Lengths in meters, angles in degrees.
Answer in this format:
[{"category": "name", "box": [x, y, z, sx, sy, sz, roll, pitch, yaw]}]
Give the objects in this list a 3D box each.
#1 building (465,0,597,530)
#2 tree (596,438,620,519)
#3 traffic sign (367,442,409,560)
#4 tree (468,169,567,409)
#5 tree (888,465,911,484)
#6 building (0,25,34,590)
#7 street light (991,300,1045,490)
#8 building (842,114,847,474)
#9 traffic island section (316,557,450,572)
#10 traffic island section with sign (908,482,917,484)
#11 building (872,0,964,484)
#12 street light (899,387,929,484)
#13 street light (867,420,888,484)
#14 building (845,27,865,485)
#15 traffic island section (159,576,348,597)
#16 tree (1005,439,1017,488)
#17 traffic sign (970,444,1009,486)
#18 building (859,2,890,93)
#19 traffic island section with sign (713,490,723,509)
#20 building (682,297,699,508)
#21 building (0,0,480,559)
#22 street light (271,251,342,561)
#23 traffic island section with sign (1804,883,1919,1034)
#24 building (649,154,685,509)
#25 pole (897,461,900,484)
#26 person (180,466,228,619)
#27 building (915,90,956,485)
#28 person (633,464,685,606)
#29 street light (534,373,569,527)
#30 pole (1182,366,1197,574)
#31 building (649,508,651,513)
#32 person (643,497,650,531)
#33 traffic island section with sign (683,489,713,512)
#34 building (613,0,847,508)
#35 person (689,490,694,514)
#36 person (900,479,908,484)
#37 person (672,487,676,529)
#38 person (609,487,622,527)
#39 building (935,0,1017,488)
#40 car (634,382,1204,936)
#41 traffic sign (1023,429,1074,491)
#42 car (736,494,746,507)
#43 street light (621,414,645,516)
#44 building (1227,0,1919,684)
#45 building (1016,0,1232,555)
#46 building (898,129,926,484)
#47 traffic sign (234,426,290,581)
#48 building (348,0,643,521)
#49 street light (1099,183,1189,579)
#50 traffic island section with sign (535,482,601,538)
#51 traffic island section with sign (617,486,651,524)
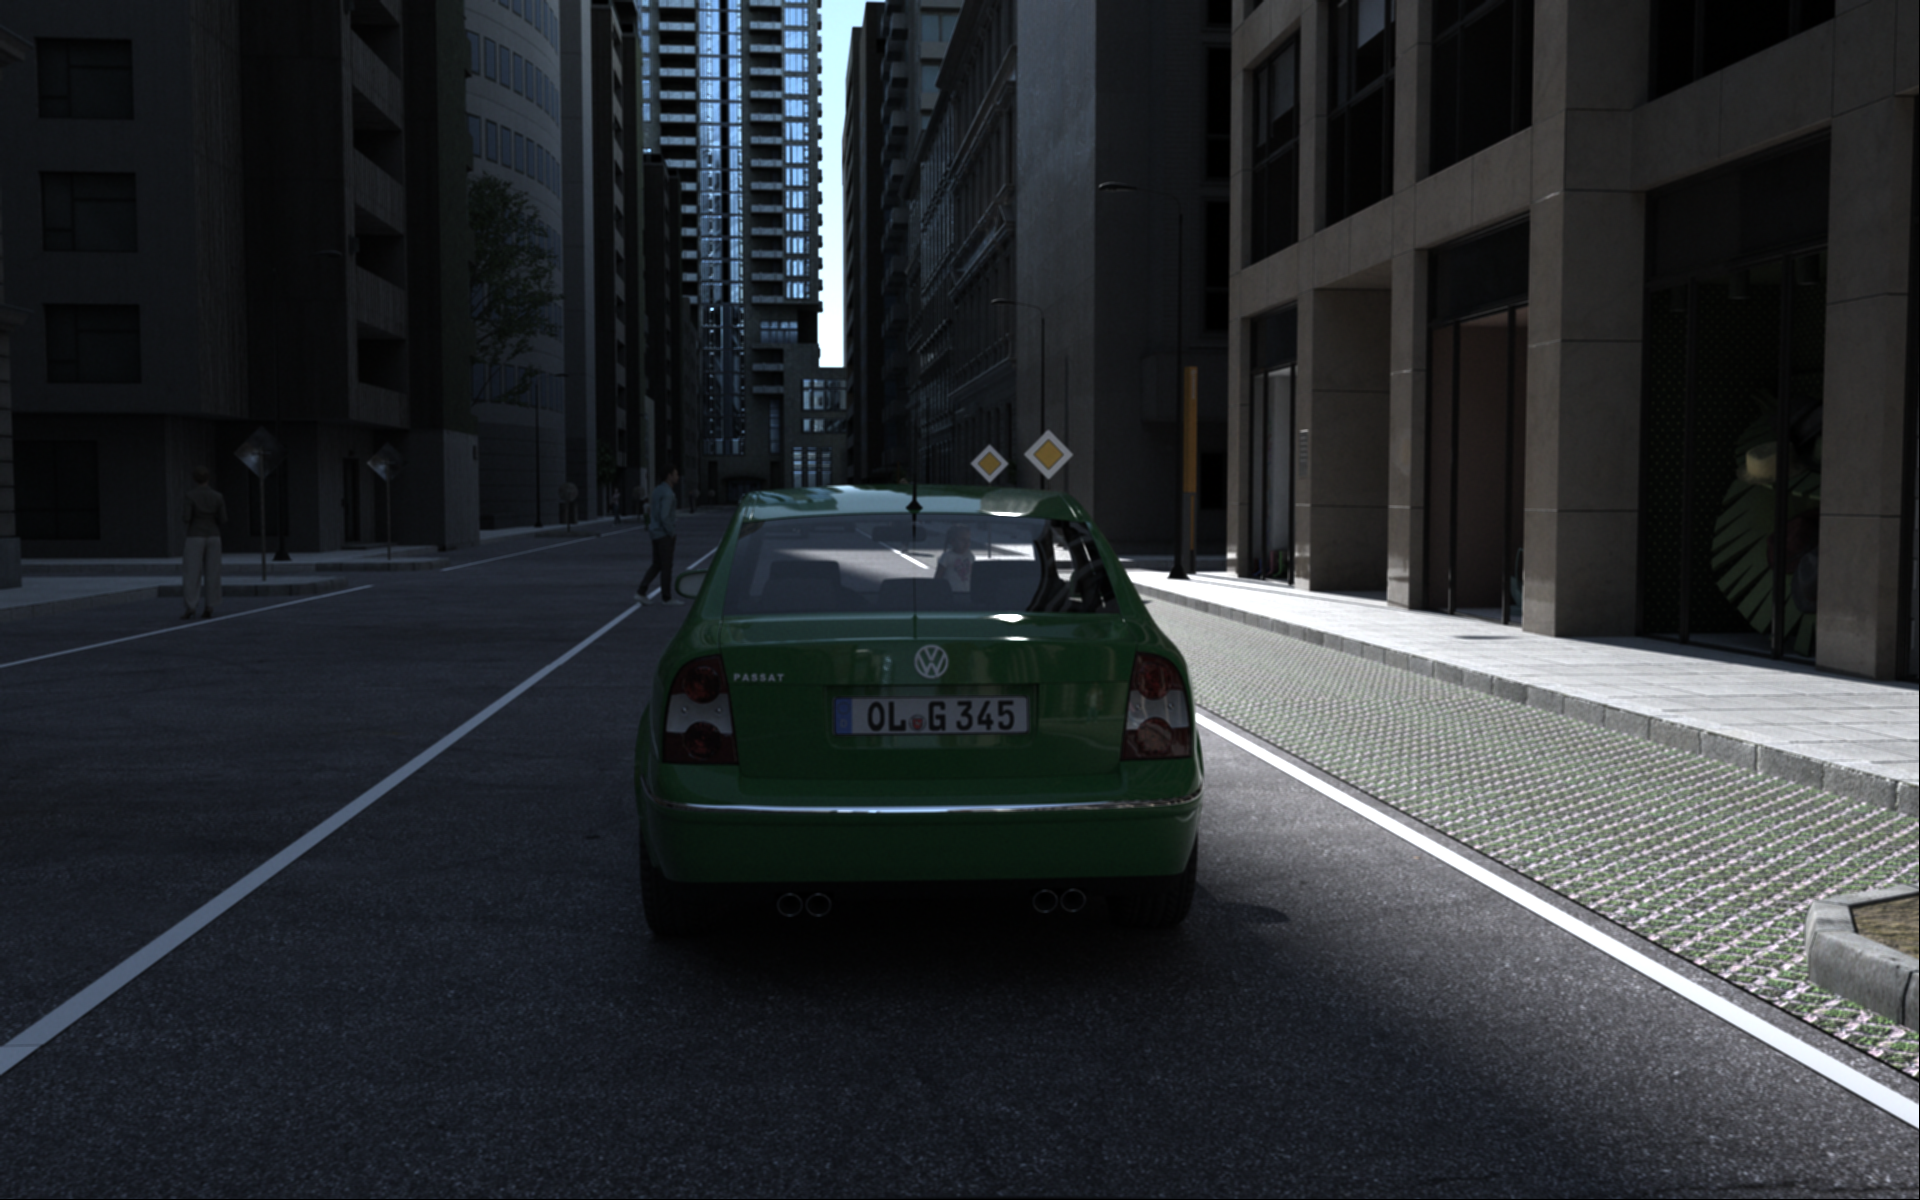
[{"category": "building", "box": [-27.276, -32.299, 70.082, 21.231, 58.520, 28.212, 0, 4, -6]}, {"category": "tree", "box": [-19.528, -6.569, 91.117, 4.285, 4.588, 4.351, 0, 3, 0]}, {"category": "traffic sign", "box": [-11.055, -1.826, 33.497, 0.795, 2.450, 0.064, 0, 4, -6]}, {"category": "tree", "box": [-15.554, -7.743, 52.355, 9.928, 11.665, 9.643, 0, 3, 0]}, {"category": "tree", "box": [-4.173, -7.428, 116.047, 1.663, 3.219, 1.824, 0, 3, 0]}, {"category": "building", "box": [-29.277, -12.065, 16.353, 34.723, 24.649, 14.460, 0, 4, -6]}, {"category": "street light", "box": [1.448, -4.221, 41.561, 1.470, 5.913, 1.316, 0, 4, -6]}, {"category": "building", "box": [-6.304, -33.674, 200.684, 14.200, 45.320, 14.600, 0, 4, -6]}, {"category": "traffic island section", "box": [-11.077, -0.690, 33.557, 2.009, 0.180, 2.903, 0, 4, -6]}, {"category": "traffic island section with sign", "box": [-1.767, -3.091, 59.162, 1.989, 1.847, 2.006, 0, 4, -6]}, {"category": "building", "box": [5.381, -31.516, 134.898, 23.786, 49.044, 30.456, 0, 4, -6]}, {"category": "street light", "box": [-1.935, -6.288, 75.356, 1.470, 5.913, 1.316, 0, 4, -6]}, {"category": "street light", "box": [-5.140, -8.349, 109.047, 1.470, 5.913, 1.316, 0, 4, -6]}, {"category": "building", "box": [-0.508, -33.717, 174.979, 21.300, 48.544, 21.600, 0, 4, -6]}, {"category": "traffic island section", "box": [-10.309, -0.204, 25.609, 2.009, 0.180, 2.903, 0, 4, -6]}, {"category": "tree", "box": [1.903, -3.401, 50.212, 1.663, 3.219, 1.824, 0, 3, 0]}, {"category": "traffic sign", "box": [0.588, -1.893, 34.598, 0.795, 2.450, 0.064, 0, 4, -6]}, {"category": "building", "box": [-1.858, -31.002, 156.998, 14.600, 45.320, 14.200, 0, 4, -6]}, {"category": "traffic island section with sign", "box": [-23.194, -9.396, 162.256, 1.989, 1.847, 2.006, 0, 4, -6]}, {"category": "building", "box": [-40.997, -19.848, 169.556, 28.899, 21.520, 27.650, 0, 4, -6]}, {"category": "building", "box": [-19.584, -16.373, 39.394, 14.160, 30.474, 14.107, 0, 4, -6]}, {"category": "street light", "box": [-12.502, -3.709, 33.175, 1.470, 5.913, 1.316, 0, 4, -6]}, {"category": "traffic island section with sign", "box": [3.510, 0.241, 4.682, 1.989, 1.847, 2.006, 0, 4, -6]}, {"category": "building", "box": [-30.894, -22.909, 146.262, 14.160, 30.474, 14.107, 0, 4, -6]}, {"category": "pole", "box": [-3.813, -6.948, 107.437, 0.158, 3.312, 0.155, 0, 3, 0]}, {"category": "person", "box": [-8.741, -0.668, 19.977, 0.519, 1.759, 0.362, -3, 5, -42]}, {"category": "building", "box": [3.418, -14.202, 81.361, 9.793, 20.994, 18.267, 0, 4, -6]}, {"category": "person", "box": [-3.876, -0.840, 22.256, 0.620, 1.820, 0.660, -2, 4, -31]}, {"category": "street light", "box": [-15.733, -5.762, 66.745, 1.470, 5.913, 1.316, 0, 4, -6]}, {"category": "pole", "box": [3.690, -2.076, 27.791, 0.158, 3.312, 0.155, 0, 3, 0]}, {"category": "building", "box": [-32.716, -49.464, 121.402, 22.319, 86.520, 31.000, 0, 4, -6]}, {"category": "person", "box": [-12.077, -3.301, 66.723, 0.306, 1.304, 0.590, 0, 4, 7]}, {"category": "traffic island section with sign", "box": [-20.602, -7.755, 135.425, 1.989, 1.847, 2.006, 0, 4, -6]}, {"category": "building", "box": [-29.096, -54.291, 200.324, 31.000, 86.520, 22.319, 0, 4, -6]}, {"category": "person", "box": [-19.681, -7.181, 126.828, 0.530, 1.710, 0.541, 1, 4, 15]}, {"category": "person", "box": [-1.433, -2.061, 42.383, 0.709, 1.800, 0.728, -1, 4, -9]}, {"category": "person", "box": [-11.124, -3.536, 66.535, 0.478, 1.798, 0.641, 2, 4, 28]}, {"category": "person", "box": [-15.121, -4.108, 76.258, 0.643, 1.750, 0.593, -3, 4, -37]}, {"category": "building", "box": [5.740, -13.799, 61.772, 11.583, 22.565, 21.152, 0, 4, -6]}, {"category": "car", "box": [-0.231, 0.108, 7.034, 1.959, 1.807, 4.718, 0, 4, -4]}, {"category": "traffic sign", "box": [1.356, -1.407, 26.650, 0.795, 2.450, 0.064, 0, 4, -6]}, {"category": "car", "box": [-17.681, -8.143, 144.943, 2.131, 1.459, 4.920, 0, 4, -5]}, {"category": "street light", "box": [-18.904, -7.803, 100.113, 1.470, 5.913, 1.316, 0, 4, -6]}, {"category": "building", "box": [15.379, -12.595, 10.447, 19.350, 26.468, 34.151, 0, 4, -6]}, {"category": "building", "box": [17.092, -13.651, 42.264, 30.058, 24.678, 14.314, 0, 4, -6]}, {"category": "building", "box": [2.536, -16.604, 100.357, 11.050, 23.489, 19.941, 0, 4, -6]}, {"category": "traffic sign", "box": [-10.286, -1.340, 25.549, 0.795, 2.450, 0.064, 0, 4, -6]}, {"category": "building", "box": [-25.948, -20.098, 100.307, 14.160, 30.474, 14.107, 0, 4, -6]}, {"category": "street light", "box": [2.769, -3.274, 26.066, 1.470, 5.913, 1.316, 0, 4, -6]}, {"category": "traffic island section with sign", "box": [-13.120, -3.024, 58.078, 1.989, 1.847, 2.006, 0, 4, -6]}, {"category": "traffic island section with sign", "box": [-15.733, -4.671, 85.006, 1.989, 1.847, 2.006, 0, 4, -6]}]
